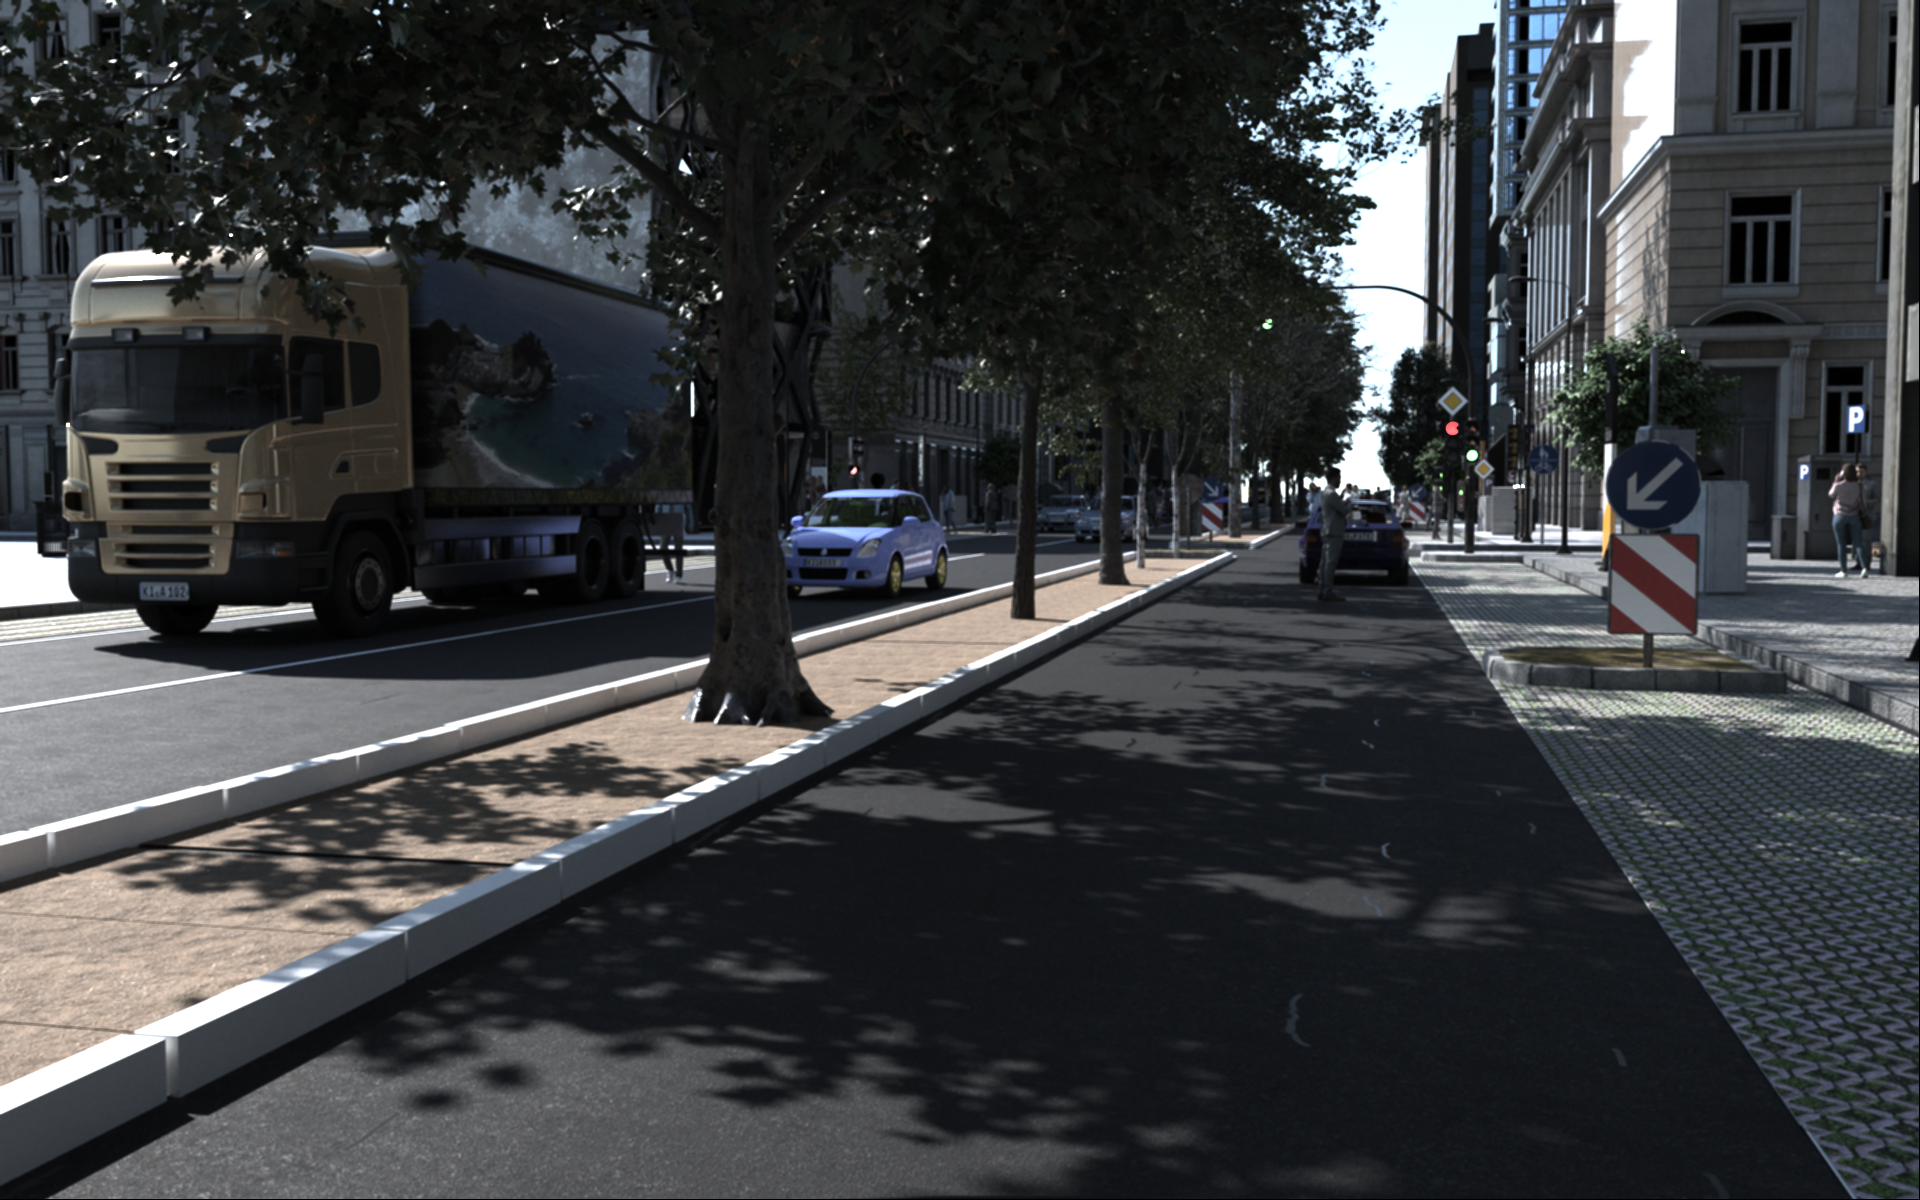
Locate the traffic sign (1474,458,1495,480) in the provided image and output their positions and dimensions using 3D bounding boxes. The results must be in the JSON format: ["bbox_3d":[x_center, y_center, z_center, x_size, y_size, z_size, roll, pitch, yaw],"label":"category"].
[{"bbox_3d":[19.306,-3.921,63.839,0.795,2.593,0.064,1,4,19],"label":"traffic sign"}]

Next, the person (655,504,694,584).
[{"bbox_3d":[-4.589,-1.158,27.775,0.601,1.785,0.444,0,4,6],"label":"person"}]

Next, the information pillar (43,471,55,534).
[{"bbox_3d":[-29.450,-3.151,56.017,0.304,2.012,0.304,-1,4,-21],"label":"information pillar"}]

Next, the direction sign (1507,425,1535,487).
[{"bbox_3d":[18.271,-3.942,56.453,0.876,3.537,0.379,0,4,1],"label":"direction sign"}]

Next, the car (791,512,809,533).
[{"bbox_3d":[-2.344,-1.626,38.591,2.014,1.417,4.499,1,4,15],"label":"car"}]

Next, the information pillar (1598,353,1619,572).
[{"bbox_3d":[10.735,-2.278,28.593,0.183,3.616,0.504,0,4,7],"label":"information pillar"}]

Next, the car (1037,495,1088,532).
[{"bbox_3d":[4.045,-3.329,66.430,2.014,1.417,4.499,1,4,11],"label":"car"}]

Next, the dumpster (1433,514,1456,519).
[{"bbox_3d":[25.660,-5.250,91.589,1.264,1.857,1.865,1,4,13],"label":"dumpster"}]

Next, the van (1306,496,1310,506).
[{"bbox_3d":[42.525,-12.719,214.969,2.013,2.044,4.112,1,4,13],"label":"van"}]

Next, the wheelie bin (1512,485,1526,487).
[{"bbox_3d":[19.528,-3.225,60.642,0.693,1.594,0.980,-2,4,-26],"label":"wheelie bin"}]

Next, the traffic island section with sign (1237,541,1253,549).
[{"bbox_3d":[6.776,-2.334,46.304,2.006,1.907,1.989,1,4,13],"label":"traffic island section with sign"}]

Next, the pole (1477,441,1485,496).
[{"bbox_3d":[19.984,-4.430,66.271,0.158,3.312,0.155,0,3,0],"label":"pole"}]

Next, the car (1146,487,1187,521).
[{"bbox_3d":[11.442,-5.288,95.138,2.281,1.827,5.304,1,4,14],"label":"car"}]

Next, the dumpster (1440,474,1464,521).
[{"bbox_3d":[23.815,-4.953,83.470,1.502,2.255,1.985,1,4,13],"label":"dumpster"}]

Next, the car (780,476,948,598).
[{"bbox_3d":[-1.393,-0.950,25.129,1.945,1.707,3.694,1,4,15],"label":"car"}]

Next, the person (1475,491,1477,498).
[{"bbox_3d":[21.572,-4.075,73.013,0.599,1.781,0.374,-2,4,-32],"label":"person"}]

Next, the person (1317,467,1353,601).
[{"bbox_3d":[5.073,-0.896,23.335,0.466,1.800,0.511,-1,4,-15],"label":"person"}]

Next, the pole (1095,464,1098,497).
[{"bbox_3d":[9.399,-7.650,118.918,0.158,3.312,0.155,0,3,0],"label":"pole"}]

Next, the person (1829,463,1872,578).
[{"bbox_3d":[13.691,-1.219,26.568,0.593,1.750,0.643,1,4,12],"label":"person"}]

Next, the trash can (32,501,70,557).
[{"bbox_3d":[-18.499,-1.449,35.337,0.748,1.137,0.748,0,3,0],"label":"trash can"}]

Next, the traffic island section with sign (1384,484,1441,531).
[{"bbox_3d":[17.594,-3.583,67.217,1.989,1.847,2.006,1,4,13],"label":"traffic island section with sign"}]

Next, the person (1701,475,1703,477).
[{"bbox_3d":[19.648,-2.464,46.100,0.755,1.850,0.659,2,4,24],"label":"person"}]

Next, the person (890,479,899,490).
[{"bbox_3d":[-2.460,-3.594,64.669,0.748,1.841,0.638,2,4,34],"label":"person"}]

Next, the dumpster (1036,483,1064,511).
[{"bbox_3d":[4.820,-5.304,92.475,1.264,1.857,1.865,1,4,13],"label":"dumpster"}]

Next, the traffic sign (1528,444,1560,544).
[{"bbox_3d":[14.972,-2.713,44.467,0.768,2.556,0.104,1,4,21],"label":"traffic sign"}]

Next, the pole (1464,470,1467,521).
[{"bbox_3d":[23.905,-5.376,81.743,0.158,3.312,0.155,0,3,0],"label":"pole"}]

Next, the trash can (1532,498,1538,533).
[{"bbox_3d":[18.804,-2.807,57.541,0.748,1.137,0.748,0,3,0],"label":"trash can"}]

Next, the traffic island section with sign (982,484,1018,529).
[{"bbox_3d":[2.054,-3.794,70.659,1.989,1.847,2.006,1,4,13],"label":"traffic island section with sign"}]

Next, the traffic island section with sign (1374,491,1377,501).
[{"bbox_3d":[35.100,-8.207,142.811,1.989,1.847,2.006,1,4,13],"label":"traffic island section with sign"}]

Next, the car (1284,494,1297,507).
[{"bbox_3d":[34.804,-10.449,180.630,2.009,1.686,4.222,1,4,14],"label":"car"}]

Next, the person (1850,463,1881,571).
[{"bbox_3d":[15.169,-1.406,29.232,0.606,1.804,0.583,3,5,43],"label":"person"}]

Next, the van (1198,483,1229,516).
[{"bbox_3d":[14.112,-5.464,93.724,2.240,2.365,5.245,1,4,11],"label":"van"}]

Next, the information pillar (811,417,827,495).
[{"bbox_3d":[-4.302,-3.757,52.775,0.504,3.616,0.183,0,4,6],"label":"information pillar"}]

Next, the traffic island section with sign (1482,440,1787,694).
[{"bbox_3d":[5.146,-0.297,13.476,1.989,1.847,2.006,1,4,13],"label":"traffic island section with sign"}]

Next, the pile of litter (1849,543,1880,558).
[{"bbox_3d":[19.034,-1.293,35.107,1.176,0.858,1.719,-3,5,-44],"label":"pile of litter"}]

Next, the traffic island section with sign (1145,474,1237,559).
[{"bbox_3d":[5.095,-1.893,39.089,2.006,1.907,1.989,1,4,13],"label":"traffic island section with sign"}]

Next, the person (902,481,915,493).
[{"bbox_3d":[-1.976,-3.439,62.857,0.593,1.750,0.643,-2,4,-30],"label":"person"}]

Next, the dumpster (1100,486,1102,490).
[{"bbox_3d":[9.533,-6.474,111.613,1.264,1.857,1.865,1,4,13],"label":"dumpster"}]

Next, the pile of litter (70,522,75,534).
[{"bbox_3d":[-27.830,-2.528,55.299,1.176,0.858,1.719,-1,4,-21],"label":"pile of litter"}]

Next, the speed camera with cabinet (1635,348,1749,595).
[{"bbox_3d":[9.646,-1.745,22.874,0.660,3.252,2.038,0,4,-4],"label":"speed camera with cabinet"}]

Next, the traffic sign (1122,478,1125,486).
[{"bbox_3d":[11.044,-7.344,120.177,0.768,2.556,0.104,1,4,15],"label":"traffic sign"}]

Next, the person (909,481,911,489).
[{"bbox_3d":[-1.900,-3.762,67.896,0.444,1.785,0.601,0,4,-1],"label":"person"}]

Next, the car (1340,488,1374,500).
[{"bbox_3d":[23.605,-5.803,103.550,2.281,1.827,5.304,1,4,12],"label":"car"}]

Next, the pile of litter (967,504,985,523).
[{"bbox_3d":[0.813,-3.878,77.368,1.176,0.858,1.719,0,4,-4],"label":"pile of litter"}]

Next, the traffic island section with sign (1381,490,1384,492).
[{"bbox_3d":[23.769,-5.216,93.901,1.989,1.847,2.006,1,4,13],"label":"traffic island section with sign"}]

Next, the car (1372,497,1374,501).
[{"bbox_3d":[57.577,-14.008,238.819,2.009,1.686,4.222,1,4,13],"label":"car"}]

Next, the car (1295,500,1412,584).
[{"bbox_3d":[6.585,-1.004,29.001,1.945,1.354,3.894,1,4,12],"label":"car"}]

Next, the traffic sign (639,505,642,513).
[{"bbox_3d":[-7.244,-2.398,39.321,0.768,2.556,0.104,1,4,20],"label":"traffic sign"}]

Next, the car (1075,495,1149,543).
[{"bbox_3d":[4.666,-2.485,52.629,2.014,1.417,4.499,1,4,14],"label":"car"}]

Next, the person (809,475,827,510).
[{"bbox_3d":[-4.191,-2.734,50.716,0.580,1.828,0.573,1,4,16],"label":"person"}]

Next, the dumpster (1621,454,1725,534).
[{"bbox_3d":[10.217,-1.170,24.887,1.264,1.857,1.865,1,4,13],"label":"dumpster"}]

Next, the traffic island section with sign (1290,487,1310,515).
[{"bbox_3d":[23.716,-6.812,119.515,2.006,1.907,1.989,1,4,13],"label":"traffic island section with sign"}]
